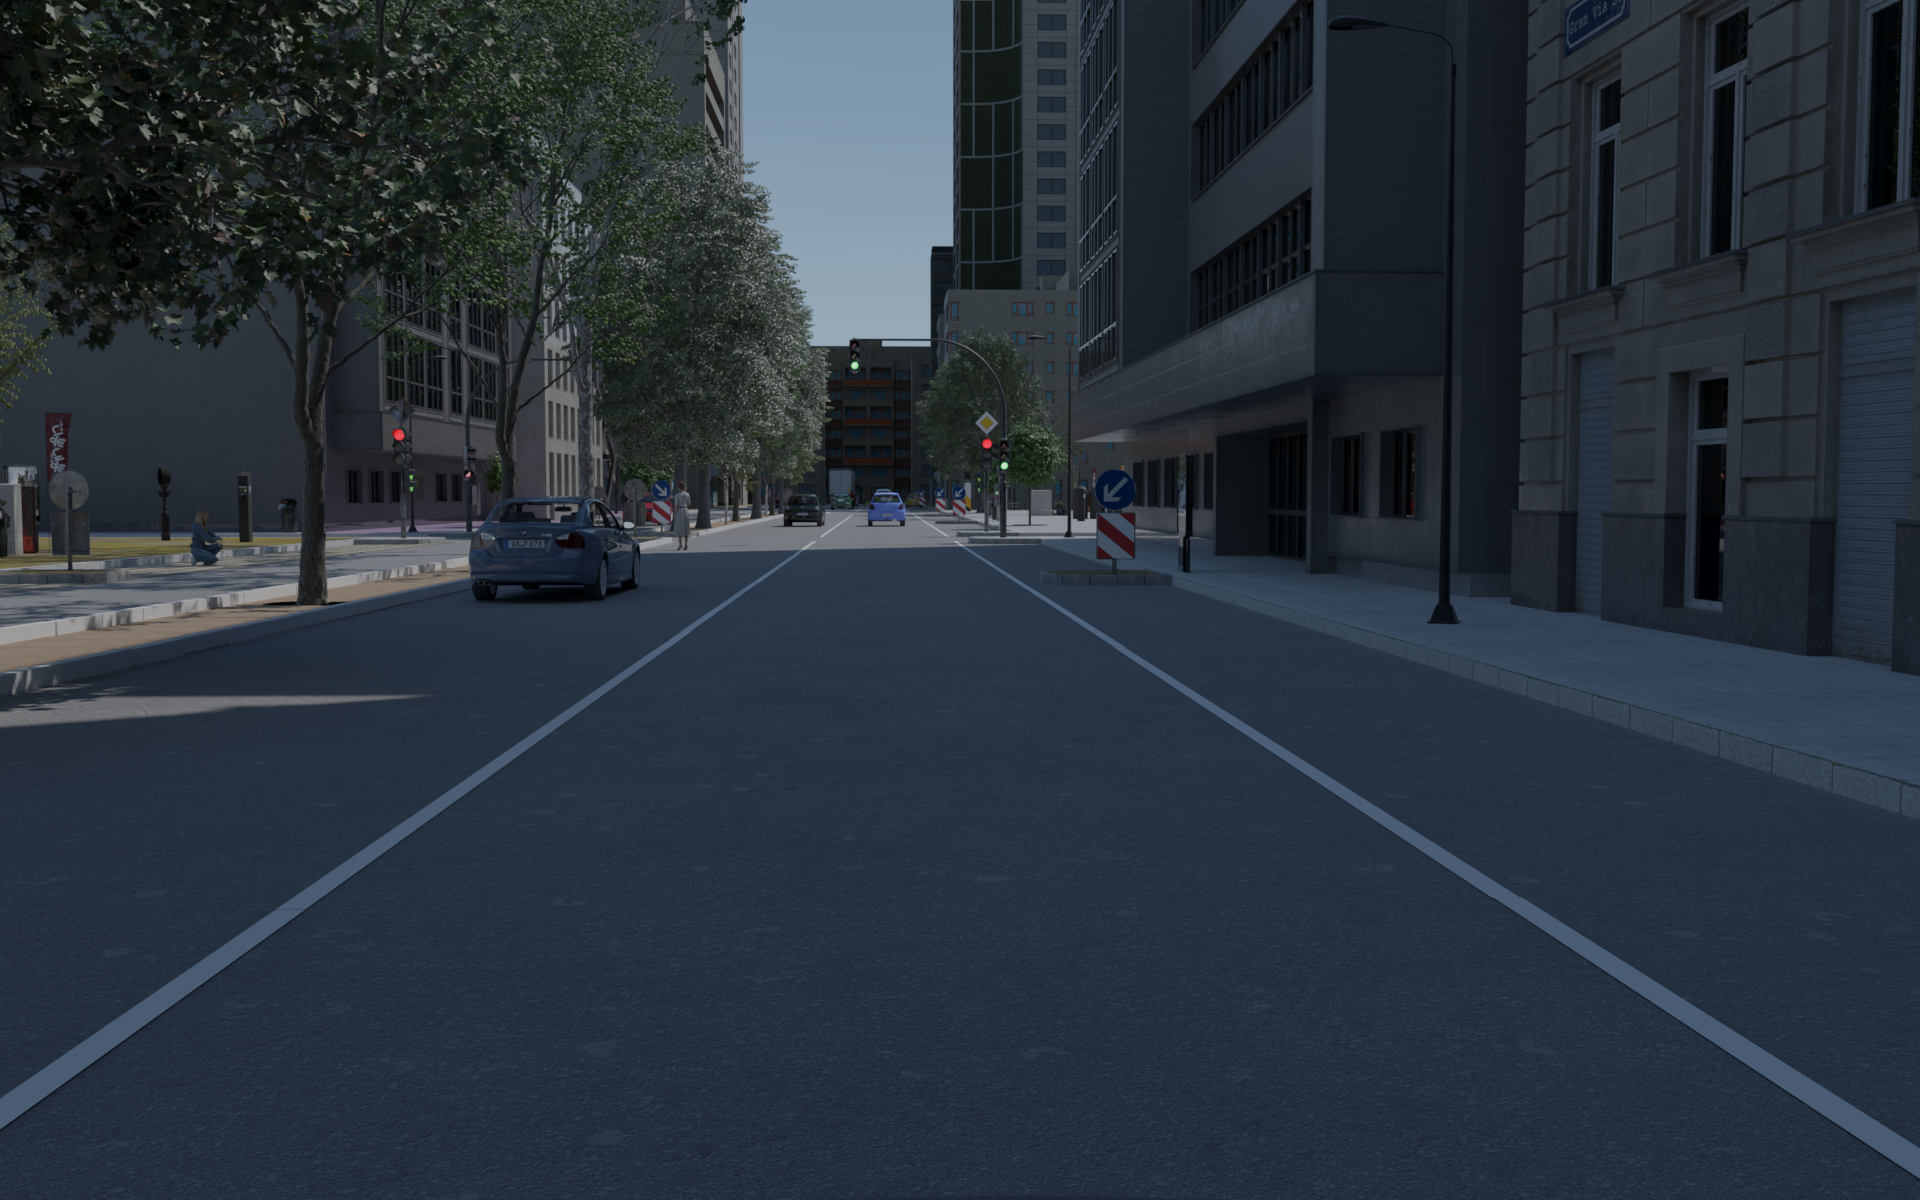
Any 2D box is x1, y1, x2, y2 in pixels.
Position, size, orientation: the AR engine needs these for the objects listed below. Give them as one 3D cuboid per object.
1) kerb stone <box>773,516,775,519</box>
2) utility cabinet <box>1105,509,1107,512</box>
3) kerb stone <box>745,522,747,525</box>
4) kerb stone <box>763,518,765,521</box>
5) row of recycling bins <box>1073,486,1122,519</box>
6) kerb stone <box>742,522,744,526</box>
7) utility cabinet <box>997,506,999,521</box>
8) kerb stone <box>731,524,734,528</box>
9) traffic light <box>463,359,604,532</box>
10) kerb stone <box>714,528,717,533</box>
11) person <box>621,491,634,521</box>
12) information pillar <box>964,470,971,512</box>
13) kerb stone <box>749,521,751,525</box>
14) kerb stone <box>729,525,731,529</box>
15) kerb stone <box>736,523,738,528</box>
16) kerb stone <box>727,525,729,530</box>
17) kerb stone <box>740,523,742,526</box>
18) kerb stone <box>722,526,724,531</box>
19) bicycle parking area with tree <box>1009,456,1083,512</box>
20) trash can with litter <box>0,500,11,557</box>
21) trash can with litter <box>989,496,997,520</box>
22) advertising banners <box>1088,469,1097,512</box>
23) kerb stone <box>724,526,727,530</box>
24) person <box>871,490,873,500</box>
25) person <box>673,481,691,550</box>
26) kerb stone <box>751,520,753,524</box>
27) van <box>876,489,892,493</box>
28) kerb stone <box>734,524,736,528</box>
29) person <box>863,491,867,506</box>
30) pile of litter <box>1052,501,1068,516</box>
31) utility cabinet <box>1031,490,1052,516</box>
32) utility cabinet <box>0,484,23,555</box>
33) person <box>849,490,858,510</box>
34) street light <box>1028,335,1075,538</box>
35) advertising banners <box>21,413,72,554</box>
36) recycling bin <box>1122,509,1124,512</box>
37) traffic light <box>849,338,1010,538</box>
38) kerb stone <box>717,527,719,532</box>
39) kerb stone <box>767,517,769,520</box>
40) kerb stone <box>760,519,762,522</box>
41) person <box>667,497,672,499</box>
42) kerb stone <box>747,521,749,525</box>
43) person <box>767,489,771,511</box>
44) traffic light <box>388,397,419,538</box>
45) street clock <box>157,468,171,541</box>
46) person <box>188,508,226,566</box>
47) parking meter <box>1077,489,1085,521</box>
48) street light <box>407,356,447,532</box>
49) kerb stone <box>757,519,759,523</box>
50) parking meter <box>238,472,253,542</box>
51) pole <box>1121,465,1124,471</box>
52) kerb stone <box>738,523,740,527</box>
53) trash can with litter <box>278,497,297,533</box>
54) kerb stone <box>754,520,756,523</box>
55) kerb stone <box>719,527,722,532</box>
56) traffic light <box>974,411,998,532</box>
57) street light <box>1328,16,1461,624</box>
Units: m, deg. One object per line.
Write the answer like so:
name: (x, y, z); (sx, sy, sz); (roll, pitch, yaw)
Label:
kerb stone: (-10.664, -4.602, 97.433); (0.120, 0.150, 1.000); (0, 4, -3)
utility cabinet: (7.553, -4.987, 92.692); (1.020, 1.237, 0.306); (-2, 4, -25)
kerb stone: (-9.785, -3.408, 77.975); (0.120, 0.150, 1.000); (0, 4, -3)
kerb stone: (-10.288, -4.099, 89.238); (0.120, 0.150, 1.000); (0, 4, -3)
row of recycling bins: (7.558, -5.017, 89.146); (3.534, 1.692, 1.069); (1, 4, 8)
kerb stone: (-9.690, -3.287, 75.932); (0.120, 0.150, 1.000); (0, 4, -3)
utility cabinet: (1.966, -4.463, 81.647); (0.318, 1.500, 1.173); (1, 4, 11)
kerb stone: (-9.464, -2.974, 70.816); (0.120, 0.150, 1.000); (0, 4, -3)
traffic light: (-14.370, -5.106, 58.157); (4.771, 5.953, 1.251); (0, 4, -3)
kerb stone: (-9.147, -2.535, 63.648); (0.120, 0.150, 1.000); (0, 4, -3)
person: (-13.509, -3.848, 70.780); (0.474, 1.900, 0.648); (2, 4, 28)
information pillar: (0.573, -8.272, 126.603); (0.504, 3.616, 0.183); (-2, 4, -24)
kerb stone: (-9.878, -3.536, 80.025); (0.120, 0.150, 1.000); (0, 4, -3)
kerb stone: (-9.416, -2.911, 69.794); (0.120, 0.150, 1.000); (0, 4, -3)
kerb stone: (-9.548, -3.097, 72.863); (0.120, 0.150, 1.000); (0, 4, -3)
kerb stone: (-9.369, -2.849, 68.769); (0.120, 0.150, 1.000); (0, 4, -3)
kerb stone: (-9.649, -3.224, 74.905); (0.120, 0.150, 1.000); (0, 4, -3)
kerb stone: (-9.283, -2.723, 66.715); (0.120, 0.150, 1.000); (0, 4, -3)
bicycle parking area with tree: (6.453, -8.774, 130.460); (8.231, 4.147, 9.016); (2, 4, 35)
trash can with litter: (-19.750, -1.440, 34.933); (1.055, 1.170, 0.624); (0, 4, -4)
trash can with litter: (1.859, -4.518, 85.260); (0.624, 1.170, 1.055); (2, 4, 28)
advertising banners: (9.066, -7.729, 122.551); (0.090, 3.025, 2.074); (-2, 4, -30)
kerb stone: (-9.330, -2.785, 67.736); (0.120, 0.150, 1.000); (0, 4, -3)
person: (-8.311, -9.544, 164.483); (0.705, 1.831, 1.348); (0, 4, -6)
person: (-7.113, -2.145, 44.144); (0.480, 1.755, 0.524); (-3, 5, -41)
kerb stone: (-9.922, -3.594, 81.046); (0.120, 0.150, 1.000); (0, 4, -3)
van: (-6.590, -8.714, 149.488); (2.013, 2.044, 4.112); (0, 4, -3)
kerb stone: (-9.518, -3.036, 71.840); (0.120, 0.150, 1.000); (0, 4, -3)
person: (-11.337, -12.076, 205.951); (0.705, 1.824, 1.348); (-1, 4, -21)
pile of litter: (5.695, -5.397, 102.207); (1.719, 0.858, 1.176); (-1, 4, -19)
utility cabinet: (4.714, -5.607, 100.345); (1.173, 1.500, 0.318); (0, 4, 0)
utility cabinet: (-20.288, -1.685, 36.229); (1.173, 1.500, 0.318); (0, 4, 1)
person: (-9.898, -9.231, 159.362); (0.705, 1.831, 1.348); (-3, 5, -40)
street light: (2.682, -4.792, 50.897); (1.470, 5.913, 1.316); (0, 4, -3)
advertising banners: (-20.125, -2.503, 37.107); (2.074, 3.025, 0.090); (-1, 4, -15)
recycling bin: (9.686, -5.278, 98.845); (0.722, 1.027, 0.722); (2, 4, 33)
traffic light: (-0.840, -4.645, 50.611); (4.771, 5.953, 1.251); (0, 4, -3)
kerb stone: (-9.186, -2.598, 64.673); (0.120, 0.150, 1.000); (0, 4, -3)
kerb stone: (-10.427, -4.289, 92.312); (0.120, 0.150, 1.000); (0, 4, -3)
kerb stone: (-10.200, -3.975, 87.183); (0.120, 0.150, 1.000); (0, 4, -3)
person: (-19.231, -6.410, 113.859); (0.519, 1.759, 0.362); (1, 4, 13)
kerb stone: (-9.842, -3.471, 78.996); (0.120, 0.150, 1.000); (0, 4, -3)
person: (-15.832, -8.261, 143.436); (0.599, 1.838, 0.709); (-3, 5, -44)
traffic light: (-16.097, -3.739, 50.051); (0.839, 4.253, 0.868); (0, 4, -3)
street clock: (-21.835, -2.629, 47.555); (0.358, 2.002, 0.471); (-3, 5, -40)
person: (-14.956, -1.257, 34.554); (0.738, 1.151, 1.012); (0, 4, -5)
parking meter: (5.706, -4.473, 81.540); (0.372, 1.533, 0.369); (0, 3, 0)
street light: (-17.931, -5.244, 58.288); (1.470, 5.913, 1.316); (0, 4, -3)
kerb stone: (-10.117, -3.844, 85.135); (0.120, 0.150, 1.000); (0, 4, -3)
parking meter: (-19.017, -2.469, 46.081); (0.255, 1.863, 0.399); (0, 4, -6)
pole: (11.525, -7.907, 123.128); (0.158, 3.312, 0.155); (0, 3, 0)
kerb stone: (-9.604, -3.161, 73.883); (0.120, 0.150, 1.000); (0, 4, -3)
trash can with litter: (-22.305, -2.817, 57.440); (0.624, 1.170, 1.055); (-1, 4, -23)
kerb stone: (-10.017, -3.723, 83.088); (0.120, 0.150, 1.000); (0, 4, -3)
kerb stone: (-9.234, -2.660, 65.694); (0.120, 0.150, 1.000); (0, 4, -3)
traffic light: (0.887, -4.275, 58.823); (0.839, 4.253, 0.868); (0, 4, -3)
street light: (4.273, -2.721, 17.026); (1.470, 5.913, 1.316); (0, 4, -3)
